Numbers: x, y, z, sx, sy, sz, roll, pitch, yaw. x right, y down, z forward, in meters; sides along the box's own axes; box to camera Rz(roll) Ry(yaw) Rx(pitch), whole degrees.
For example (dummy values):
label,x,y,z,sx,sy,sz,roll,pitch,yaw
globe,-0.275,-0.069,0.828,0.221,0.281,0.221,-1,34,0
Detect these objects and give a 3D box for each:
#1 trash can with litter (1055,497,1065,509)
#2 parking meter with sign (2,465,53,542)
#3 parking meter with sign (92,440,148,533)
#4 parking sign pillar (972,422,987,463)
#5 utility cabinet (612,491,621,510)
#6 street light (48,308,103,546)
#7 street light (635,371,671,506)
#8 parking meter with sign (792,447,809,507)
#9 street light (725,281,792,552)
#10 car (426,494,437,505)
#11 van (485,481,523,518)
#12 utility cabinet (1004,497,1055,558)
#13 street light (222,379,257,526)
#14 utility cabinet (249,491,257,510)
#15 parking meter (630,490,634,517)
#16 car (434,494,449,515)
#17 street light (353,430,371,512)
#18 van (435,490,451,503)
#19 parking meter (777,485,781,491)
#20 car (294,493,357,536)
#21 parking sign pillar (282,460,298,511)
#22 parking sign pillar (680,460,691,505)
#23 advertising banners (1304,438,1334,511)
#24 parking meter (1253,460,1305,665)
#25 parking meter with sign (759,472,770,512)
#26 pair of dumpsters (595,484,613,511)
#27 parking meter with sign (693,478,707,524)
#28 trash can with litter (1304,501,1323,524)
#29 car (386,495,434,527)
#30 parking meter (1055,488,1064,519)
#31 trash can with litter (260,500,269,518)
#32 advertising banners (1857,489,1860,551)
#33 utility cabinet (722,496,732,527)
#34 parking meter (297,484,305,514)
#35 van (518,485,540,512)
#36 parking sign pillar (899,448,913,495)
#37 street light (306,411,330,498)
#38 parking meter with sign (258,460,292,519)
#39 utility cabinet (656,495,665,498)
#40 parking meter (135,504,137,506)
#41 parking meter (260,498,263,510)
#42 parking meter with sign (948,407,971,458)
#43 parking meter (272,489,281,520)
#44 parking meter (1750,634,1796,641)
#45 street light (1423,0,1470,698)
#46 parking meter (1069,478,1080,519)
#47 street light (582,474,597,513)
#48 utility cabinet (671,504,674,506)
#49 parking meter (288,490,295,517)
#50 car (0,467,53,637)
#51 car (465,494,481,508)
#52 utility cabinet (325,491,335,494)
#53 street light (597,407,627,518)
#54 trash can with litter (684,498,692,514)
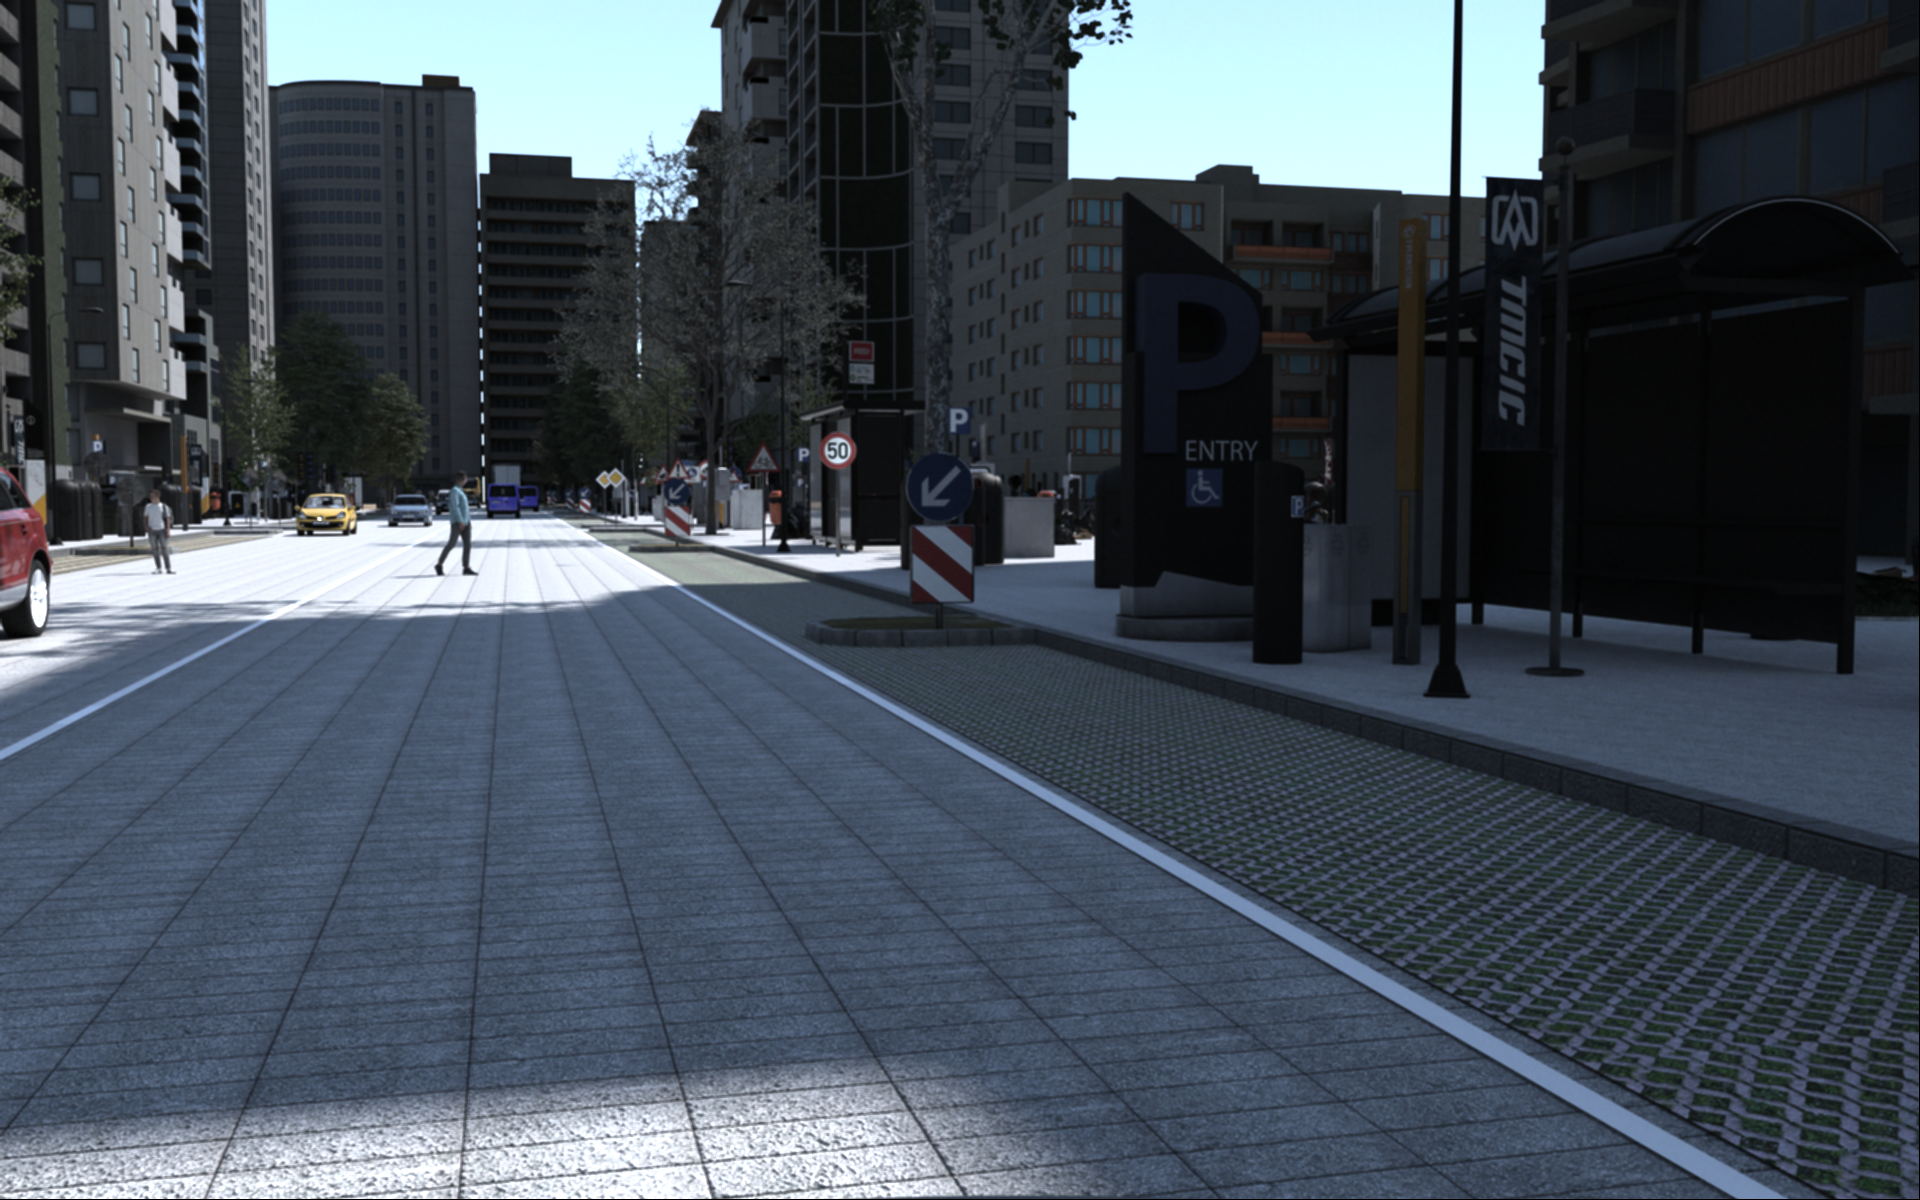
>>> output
label,x,y,z,sx,sy,sz,roll,pitch,yaw
trash can with litter,5.558,-4.957,92.430,1.055,1.170,0.624,-1,4,-11
parking meter with sign,-25.083,-3.037,45.912,1.738,3.016,0.543,-1,4,-22
parking meter with sign,-27.484,-3.705,56.845,0.543,3.016,1.738,2,4,27
parking sign pillar,0.739,-4.624,64.079,1.447,3.967,1.447,0,4,7
utility cabinet,-23.592,-6.836,120.449,1.173,1.500,0.318,-3,4,-36
street light,-22.086,-4.326,43.265,1.470,5.913,1.316,-1,4,-14
street light,-11.579,-5.689,65.557,1.470,5.913,1.316,-1,4,-14
parking meter with sign,-6.066,-4.245,65.667,0.543,3.016,1.738,-1,4,-15
street light,-4.427,-4.006,38.039,1.470,5.913,1.316,-1,4,-14
car,-62.297,-11.941,205.025,2.009,1.686,4.222,-1,4,-14
van,-27.370,-6.088,103.923,2.240,2.365,5.245,-1,4,-13
utility cabinet,1.387,-1.459,35.019,1.020,1.237,0.306,0,4,-4
street light,-29.079,-5.957,69.933,1.470,5.913,1.316,-1,4,-14
utility cabinet,-47.722,-6.591,116.439,1.173,1.500,0.318,1,4,21
parking meter,-18.510,-5.482,98.040,0.372,1.533,0.369,0,3,0
car,-35.474,-6.756,120.247,2.009,1.686,4.222,-1,4,-14
street light,-43.103,-9.307,124.716,1.470,5.913,1.316,-1,4,-14
van,-50.769,-10.018,170.801,2.013,2.044,4.112,-1,4,-16
parking meter,-11.841,-6.617,113.903,0.399,1.863,0.255,2,4,32
car,-22.175,-3.085,60.671,2.015,1.641,3.980,-1,4,-14
parking sign pillar,-51.667,-8.852,133.201,1.447,3.967,1.447,-3,5,-44
parking sign pillar,-21.603,-9.143,137.964,1.447,3.967,1.447,-1,4,-22
advertising banners,11.665,-3.719,56.988,0.090,3.025,2.074,-1,4,-23
parking meter,2.421,-0.291,13.162,0.372,1.533,0.369,0,3,0
parking meter with sign,-14.255,-7.995,126.978,0.543,3.016,1.738,2,4,25
pair of dumpsters,-26.381,-7.759,129.351,1.574,2.255,4.437,-1,4,-14
parking meter with sign,-10.795,-4.762,74.114,0.543,3.016,1.738,1,4,11
trash can with litter,5.459,-1.049,28.540,1.055,1.170,0.624,1,4,15
car,-24.574,-4.004,77.465,2.014,1.417,4.499,-1,4,-15
parking meter,3.893,-3.626,67.703,0.372,1.533,0.369,0,3,0
trash can with litter,-37.949,-5.116,95.026,1.055,1.170,0.624,-2,4,-34
advertising banners,12.393,-1.809,25.768,0.090,3.025,2.074,-2,4,-30
utility cabinet,-9.772,-3.908,75.065,1.020,1.237,0.306,0,4,-7
parking meter,-36.511,-5.528,96.087,0.255,1.863,0.399,3,4,38
van,-34.698,-8.191,138.299,2.240,2.365,5.245,-1,4,-16
parking sign pillar,-2.977,-6.530,95.233,1.447,3.967,1.447,-3,4,-36
street light,-36.061,-7.626,97.227,1.470,5.913,1.316,-1,4,-14
parking meter with sign,-35.014,-5.651,88.661,1.738,3.016,0.543,1,4,21
utility cabinet,-17.730,-5.670,103.862,1.020,1.237,0.306,-1,4,-15
parking meter,-29.368,-3.238,61.344,0.372,1.533,0.369,0,3,0
parking meter,-55.618,-8.082,137.846,0.399,1.863,0.255,1,4,10
parking meter with sign,-0.379,-2.397,35.459,0.543,3.016,1.738,-2,4,-24
parking meter,-34.056,-4.763,86.288,0.372,1.533,0.369,0,3,0
parking meter,7.201,-0.421,15.288,0.372,1.533,0.369,0,3,0
street light,2.575,-2.336,10.728,1.470,5.913,1.316,-1,4,-14
parking meter,4.254,-3.601,64.591,0.255,1.863,0.399,-2,4,-33
street light,-25.450,-8.966,119.142,1.470,5.913,1.316,-1,4,-14
utility cabinet,-15.081,-5.049,91.226,0.318,1.500,1.173,0,4,-5
parking meter,-37.749,-5.468,97.819,0.372,1.533,0.369,0,3,0
car,-9.887,-0.431,15.723,2.281,1.827,5.304,-1,4,-13
car,-50.999,-10.329,180.670,2.131,1.459,4.920,-1,4,-13
utility cabinet,-51.107,-8.036,140.067,1.173,1.500,0.318,-3,5,-43
street light,-18.488,-7.330,92.392,1.470,5.913,1.316,-1,4,-14
trash can with litter,-18.527,-6.518,117.627,1.678,1.210,2.233,-2,4,-30
